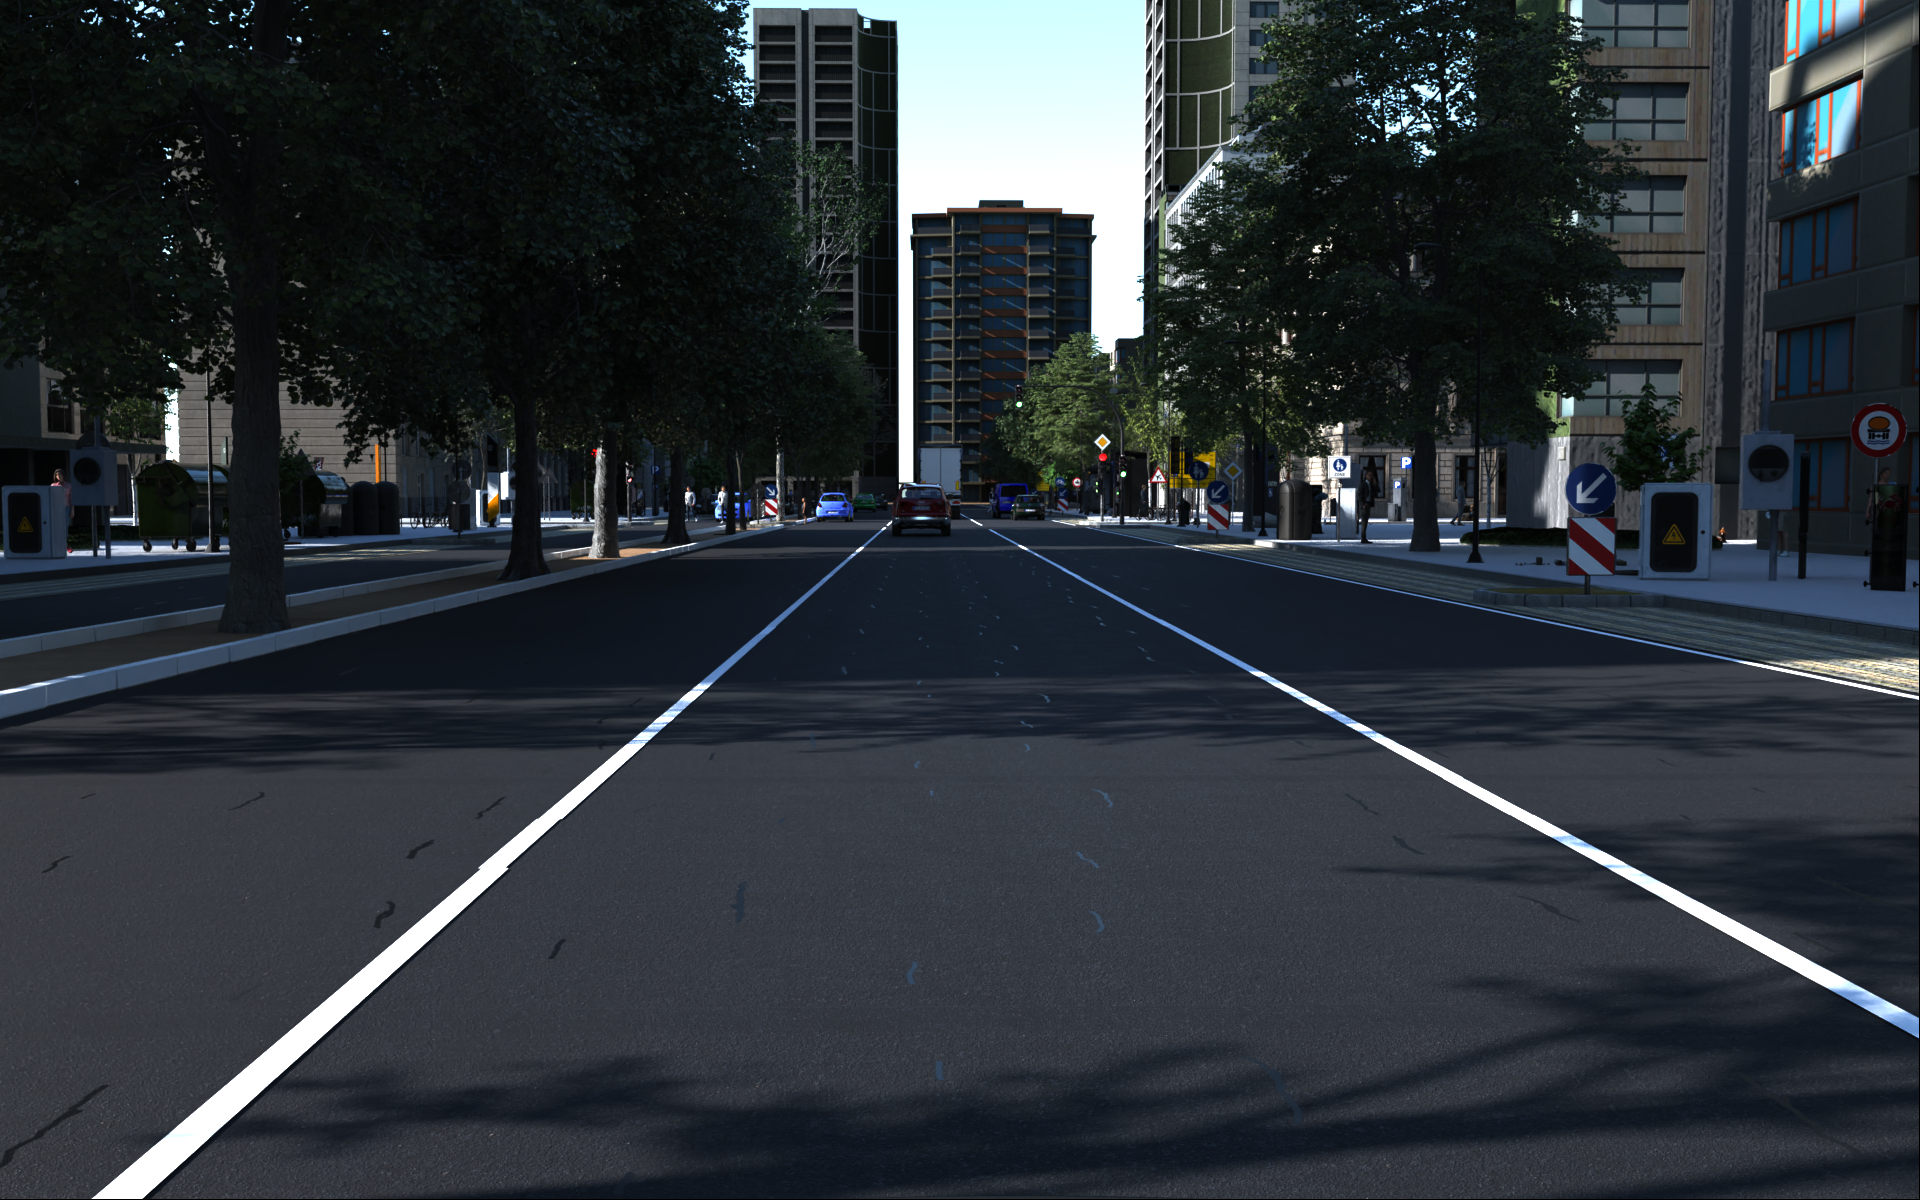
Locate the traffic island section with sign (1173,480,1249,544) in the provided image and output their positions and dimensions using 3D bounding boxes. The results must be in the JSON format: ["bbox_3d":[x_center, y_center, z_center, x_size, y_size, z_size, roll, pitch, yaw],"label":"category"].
[{"bbox_3d":[7.272,-2.557,50.428,1.989,1.847,2.006,0,4,-1],"label":"traffic island section with sign"}]

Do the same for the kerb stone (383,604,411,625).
[{"bbox_3d":[-6.357,0.176,19.318,0.120,0.150,1.000,0,4,-1],"label":"kerb stone"}]

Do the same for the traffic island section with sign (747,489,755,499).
[{"bbox_3d":[-16.102,-7.657,133.819,1.989,1.847,2.006,0,4,-1],"label":"traffic island section with sign"}]

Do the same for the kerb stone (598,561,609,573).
[{"bbox_3d":[-6.613,-0.572,31.620,0.120,0.150,1.000,0,4,-1],"label":"kerb stone"}]

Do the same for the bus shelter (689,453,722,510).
[{"bbox_3d":[-20.534,-9.934,140.054,2.179,5.291,8.768,0,4,-1],"label":"bus shelter"}]

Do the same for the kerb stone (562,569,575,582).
[{"bbox_3d":[-6.557,-0.387,28.550,0.120,0.150,1.000,0,4,-1],"label":"kerb stone"}]

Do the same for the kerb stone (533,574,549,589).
[{"bbox_3d":[-6.506,-0.264,26.507,0.120,0.150,1.000,0,4,-1],"label":"kerb stone"}]

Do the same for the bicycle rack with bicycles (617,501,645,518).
[{"bbox_3d":[-18.754,-4.969,94.627,2.852,0.926,2.925,-2,4,-29],"label":"bicycle rack with bicycles"}]

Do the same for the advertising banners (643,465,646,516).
[{"bbox_3d":[-18.899,-6.572,103.634,0.090,3.025,2.074,-1,4,-12],"label":"advertising banners"}]

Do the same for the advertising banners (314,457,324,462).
[{"bbox_3d":[-30.775,-5.208,81.335,0.090,3.025,2.074,3,5,39],"label":"advertising banners"}]

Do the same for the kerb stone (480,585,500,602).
[{"bbox_3d":[-6.438,-0.075,23.418,0.120,0.150,1.000,0,4,-1],"label":"kerb stone"}]

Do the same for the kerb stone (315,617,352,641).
[{"bbox_3d":[-6.321,0.301,17.274,0.120,0.150,1.000,0,4,-1],"label":"kerb stone"}]

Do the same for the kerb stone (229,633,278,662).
[{"bbox_3d":[-6.267,0.431,15.224,0.120,0.150,1.000,0,4,-1],"label":"kerb stone"}]

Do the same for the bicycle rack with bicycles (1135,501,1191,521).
[{"bbox_3d":[9.735,-4.316,83.950,2.925,0.926,2.852,-2,4,-27],"label":"bicycle rack with bicycles"}]

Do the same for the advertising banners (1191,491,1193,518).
[{"bbox_3d":[12.258,-5.816,91.279,0.090,3.025,2.074,0,4,6],"label":"advertising banners"}]

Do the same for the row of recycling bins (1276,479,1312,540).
[{"bbox_3d":[9.584,-2.599,49.599,1.069,1.692,3.534,1,4,12],"label":"row of recycling bins"}]

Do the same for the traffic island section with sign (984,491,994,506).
[{"bbox_3d":[3.910,-12.306,209.831,1.989,1.847,2.006,0,4,-1],"label":"traffic island section with sign"}]

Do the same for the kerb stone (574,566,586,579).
[{"bbox_3d":[-6.580,-0.451,29.572,0.120,0.150,1.000,0,4,-1],"label":"kerb stone"}]

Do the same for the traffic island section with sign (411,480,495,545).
[{"bbox_3d":[-14.322,-2.481,49.194,1.989,1.847,2.006,0,4,-1],"label":"traffic island section with sign"}]

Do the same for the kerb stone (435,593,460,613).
[{"bbox_3d":[-6.397,0.052,21.366,0.120,0.150,1.000,0,4,-1],"label":"kerb stone"}]

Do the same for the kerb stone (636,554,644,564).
[{"bbox_3d":[-6.702,-0.827,35.716,0.120,0.150,1.000,0,4,-1],"label":"kerb stone"}]

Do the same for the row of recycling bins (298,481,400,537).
[{"bbox_3d":[-18.877,-2.849,53.689,1.069,1.692,3.534,2,4,32],"label":"row of recycling bins"}]

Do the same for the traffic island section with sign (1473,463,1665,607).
[{"bbox_3d":[7.858,-0.860,22.689,1.989,1.847,2.006,0,4,-1],"label":"traffic island section with sign"}]

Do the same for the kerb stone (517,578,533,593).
[{"bbox_3d":[-6.488,-0.196,25.472,0.120,0.150,1.000,0,4,-1],"label":"kerb stone"}]

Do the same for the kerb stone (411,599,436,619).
[{"bbox_3d":[-6.383,0.118,20.343,0.120,0.150,1.000,0,4,-1],"label":"kerb stone"}]

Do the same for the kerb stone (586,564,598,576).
[{"bbox_3d":[-6.598,-0.514,30.596,0.120,0.150,1.000,0,4,-1],"label":"kerb stone"}]

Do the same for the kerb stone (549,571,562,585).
[{"bbox_3d":[-6.534,-0.326,27.529,0.120,0.150,1.000,0,4,-1],"label":"kerb stone"}]

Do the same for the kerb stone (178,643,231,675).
[{"bbox_3d":[-6.251,0.494,14.185,0.120,0.150,1.000,0,4,-1],"label":"kerb stone"}]

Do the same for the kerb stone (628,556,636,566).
[{"bbox_3d":[-6.687,-0.763,34.690,0.120,0.150,1.000,0,4,-1],"label":"kerb stone"}]

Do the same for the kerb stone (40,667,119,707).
[{"bbox_3d":[-6.210,0.615,12.141,0.120,0.150,1.000,0,4,-1],"label":"kerb stone"}]

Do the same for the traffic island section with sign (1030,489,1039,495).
[{"bbox_3d":[5.544,-7.587,132.681,1.989,1.847,2.006,0,4,-1],"label":"traffic island section with sign"}]

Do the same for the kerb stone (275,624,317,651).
[{"bbox_3d":[-6.291,0.364,16.245,0.120,0.150,1.000,0,4,-1],"label":"kerb stone"}]

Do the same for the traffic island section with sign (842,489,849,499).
[{"bbox_3d":[-10.264,-8.988,155.084,2.006,1.907,1.989,0,4,-1],"label":"traffic island section with sign"}]

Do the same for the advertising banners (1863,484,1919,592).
[{"bbox_3d":[12.689,-1.595,22.265,0.090,3.025,2.074,-2,4,-32],"label":"advertising banners"}]

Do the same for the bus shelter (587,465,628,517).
[{"bbox_3d":[-20.457,-6.761,101.818,1.731,3.624,6.357,0,4,-1],"label":"bus shelter"}]

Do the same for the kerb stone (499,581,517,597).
[{"bbox_3d":[-6.469,-0.138,24.450,0.120,0.150,1.000,0,4,-1],"label":"kerb stone"}]

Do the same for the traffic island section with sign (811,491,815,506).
[{"bbox_3d":[-17.703,-12.285,209.488,1.989,1.847,2.006,0,4,-1],"label":"traffic island section with sign"}]

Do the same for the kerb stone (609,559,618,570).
[{"bbox_3d":[-6.640,-0.639,32.641,0.120,0.150,1.000,0,4,-1],"label":"kerb stone"}]

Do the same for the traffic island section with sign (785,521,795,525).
[{"bbox_3d":[-8.672,-4.393,79.963,2.006,1.907,1.989,0,4,-1],"label":"traffic island section with sign"}]

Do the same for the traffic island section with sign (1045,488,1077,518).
[{"bbox_3d":[6.105,-5.936,105.676,1.989,1.847,2.006,0,4,-1],"label":"traffic island section with sign"}]

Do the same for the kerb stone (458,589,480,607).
[{"bbox_3d":[-6.425,-0.012,22.391,0.120,0.150,1.000,0,4,-1],"label":"kerb stone"}]

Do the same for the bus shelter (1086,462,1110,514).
[{"bbox_3d":[9.288,-7.157,110.943,2.014,3.302,5.546,0,4,-1],"label":"bus shelter"}]

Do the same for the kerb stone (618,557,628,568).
[{"bbox_3d":[-6.655,-0.702,33.666,0.120,0.150,1.000,0,4,-1],"label":"kerb stone"}]

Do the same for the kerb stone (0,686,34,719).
[{"bbox_3d":[-6.179,0.678,11.118,0.120,0.150,1.000,0,4,-1],"label":"kerb stone"}]

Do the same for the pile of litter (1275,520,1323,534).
[{"bbox_3d":[10.995,-2.572,56.015,1.719,0.858,1.176,0,4,-4],"label":"pile of litter"}]

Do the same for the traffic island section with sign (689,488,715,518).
[{"bbox_3d":[-15.521,-5.959,106.052,1.989,1.847,2.006,0,4,-1],"label":"traffic island section with sign"}]

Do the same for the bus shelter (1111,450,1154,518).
[{"bbox_3d":[9.512,-6.387,95.711,1.731,3.624,6.357,0,4,-1],"label":"bus shelter"}]

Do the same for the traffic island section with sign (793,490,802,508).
[{"bbox_3d":[-17.124,-10.598,181.911,1.989,1.847,2.006,0,4,-1],"label":"traffic island section with sign"}]

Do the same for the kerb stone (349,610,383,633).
[{"bbox_3d":[-6.344,0.239,18.295,0.120,0.150,1.000,0,4,-1],"label":"kerb stone"}]

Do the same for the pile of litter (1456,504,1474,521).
[{"bbox_3d":[23.972,-4.153,81.863,1.176,0.858,1.719,2,4,34],"label":"pile of litter"}]

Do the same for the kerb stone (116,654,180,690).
[{"bbox_3d":[-6.227,0.553,13.163,0.120,0.150,1.000,0,4,-1],"label":"kerb stone"}]
